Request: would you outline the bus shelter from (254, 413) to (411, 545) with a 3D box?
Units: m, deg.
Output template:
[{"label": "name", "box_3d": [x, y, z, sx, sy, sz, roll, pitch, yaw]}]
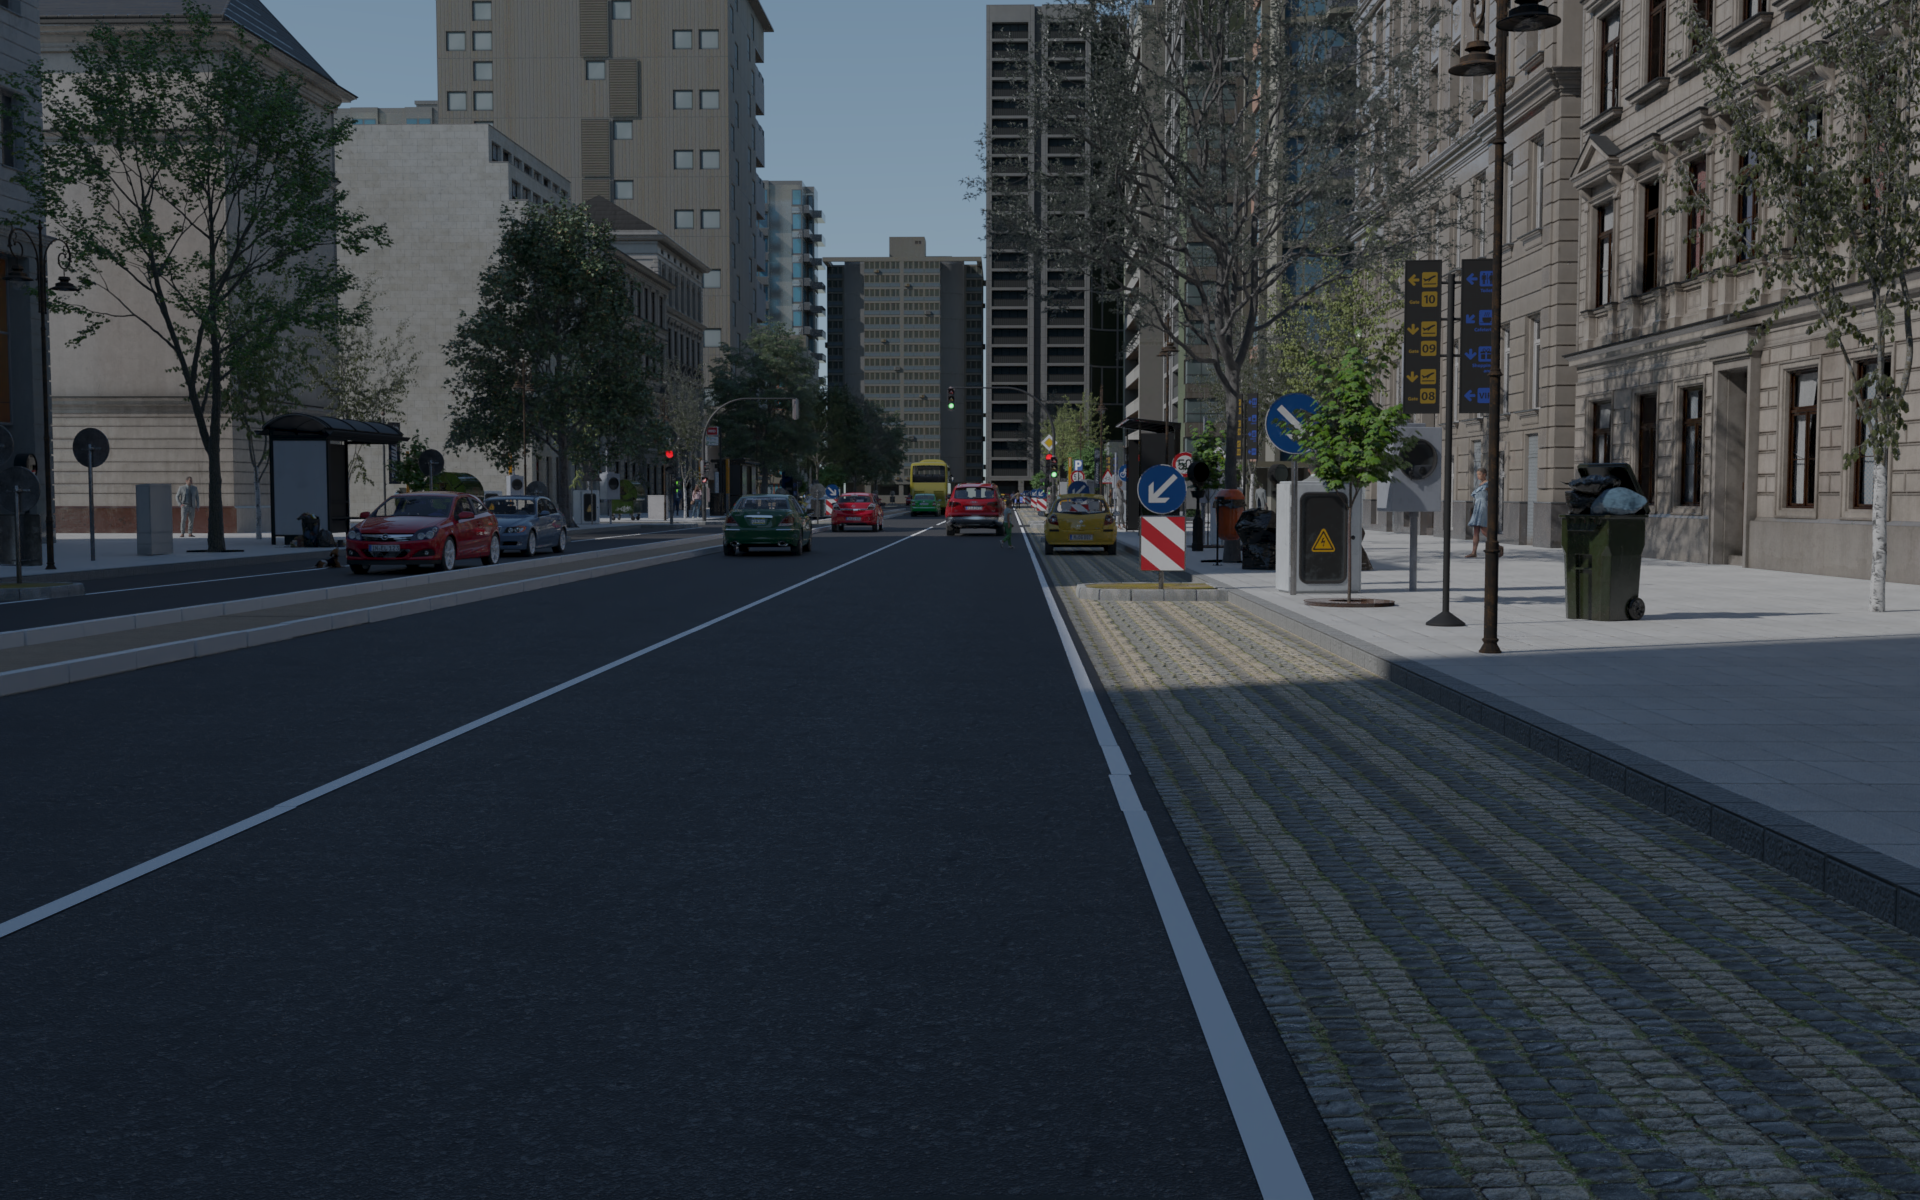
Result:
[{"label": "bus shelter", "box_3d": [-16.549, -3.190, 46.074, 2.014, 3.302, 5.546, 0, 4, 2]}]

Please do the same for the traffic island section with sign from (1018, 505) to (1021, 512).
[{"label": "traffic island section with sign", "box_3d": [5.692, -7.701, 134.541, 1.989, 1.847, 2.006, 0, 4, 2]}]

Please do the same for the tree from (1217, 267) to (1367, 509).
[{"label": "tree", "box_3d": [11.088, -6.407, 55.123, 4.360, 8.622, 3.978, 0, 3, 0]}]

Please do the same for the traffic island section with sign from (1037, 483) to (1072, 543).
[{"label": "traffic island section with sign", "box_3d": [3.381, -2.612, 51.331, 1.989, 1.847, 2.006, 0, 4, 2]}]

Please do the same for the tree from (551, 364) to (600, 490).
[{"label": "tree", "box_3d": [-19.898, -8.621, 91.319, 4.737, 8.622, 4.395, 0, 3, 0]}]

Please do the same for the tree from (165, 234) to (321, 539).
[{"label": "tree", "box_3d": [-19.882, -6.010, 48.623, 4.737, 8.622, 4.395, 0, 3, 0]}]

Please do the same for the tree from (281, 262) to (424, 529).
[{"label": "tree", "box_3d": [-19.669, -6.470, 56.146, 4.360, 8.622, 3.978, 0, 3, 0]}]

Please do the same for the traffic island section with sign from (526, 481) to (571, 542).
[{"label": "traffic island section with sign", "box_3d": [-12.645, -2.613, 51.356, 1.989, 1.847, 2.006, 0, 4, 2]}]

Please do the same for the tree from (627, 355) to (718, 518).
[{"label": "tree", "box_3d": [-14.576, -8.599, 90.949, 4.360, 8.622, 3.978, 0, 3, 0]}]

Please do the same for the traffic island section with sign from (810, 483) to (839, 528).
[{"label": "traffic island section with sign", "box_3d": [-5.942, -4.487, 81.498, 2.006, 1.907, 1.989, 0, 4, 2]}]

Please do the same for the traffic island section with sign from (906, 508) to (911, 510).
[{"label": "traffic island section with sign", "box_3d": [-3.859, -9.081, 156.608, 2.006, 1.907, 1.989, 0, 4, 2]}]

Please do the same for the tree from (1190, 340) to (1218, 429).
[{"label": "tree", "box_3d": [10.564, -6.889, 63.001, 4.360, 8.622, 3.978, 0, 3, 0]}]

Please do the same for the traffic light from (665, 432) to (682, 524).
[{"label": "traffic light", "box_3d": [-12.306, -5.197, 73.896, 0.839, 4.253, 0.868, 0, 4, 2]}]

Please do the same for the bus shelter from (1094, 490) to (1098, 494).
[{"label": "bus shelter", "box_3d": [9.540, -8.587, 131.688, 1.731, 3.624, 6.357, 0, 4, 2]}]

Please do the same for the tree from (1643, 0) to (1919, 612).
[{"label": "tree", "box_3d": [9.759, -4.176, 18.646, 4.360, 8.622, 3.978, 0, 3, 0]}]

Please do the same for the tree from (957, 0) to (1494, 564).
[{"label": "tree", "box_3d": [5.048, -7.450, 32.170, 12.009, 13.543, 11.850, 0, 3, 0]}]

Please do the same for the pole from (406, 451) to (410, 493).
[{"label": "pole", "box_3d": [-26.166, -5.399, 82.114, 0.158, 3.312, 0.155, 0, 3, 0]}]

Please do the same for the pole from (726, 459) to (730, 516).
[{"label": "pole", "box_3d": [-13.441, -6.510, 100.274, 0.158, 3.312, 0.155, 0, 3, 0]}]

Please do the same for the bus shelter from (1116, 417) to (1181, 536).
[{"label": "bus shelter", "box_3d": [6.070, -3.961, 56.042, 1.731, 3.624, 6.357, 0, 4, 2]}]

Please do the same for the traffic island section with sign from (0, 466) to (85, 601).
[{"label": "traffic island section with sign", "box_3d": [-13.412, -0.945, 24.085, 1.989, 1.847, 2.006, 0, 4, 2]}]

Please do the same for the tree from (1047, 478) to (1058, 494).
[{"label": "tree", "box_3d": [9.542, -11.062, 175.459, 1.663, 3.219, 1.824, 0, 3, 0]}]

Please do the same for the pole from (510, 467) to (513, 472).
[{"label": "pole", "box_3d": [-21.693, -5.495, 83.680, 0.158, 3.312, 0.155, 0, 3, 0]}]

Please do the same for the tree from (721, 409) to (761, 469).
[{"label": "tree", "box_3d": [-17.041, -11.364, 136.158, 4.737, 8.622, 4.395, 0, 3, 0]}]

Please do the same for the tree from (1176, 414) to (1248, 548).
[{"label": "tree", "box_3d": [5.834, -2.861, 41.380, 1.663, 3.219, 1.824, 0, 3, 0]}]

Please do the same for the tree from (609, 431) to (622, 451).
[{"label": "tree", "box_3d": [-18.762, -9.121, 99.498, 4.360, 8.622, 3.978, 0, 3, 0]}]

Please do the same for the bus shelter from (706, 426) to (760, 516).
[{"label": "bus shelter", "box_3d": [-13.882, -7.806, 105.263, 2.179, 5.291, 8.768, 0, 4, 2]}]

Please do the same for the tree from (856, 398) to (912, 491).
[{"label": "tree", "box_3d": [-11.050, -19.603, 227.171, 9.857, 13.997, 8.962, 0, 3, 0]}]

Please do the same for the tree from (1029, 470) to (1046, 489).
[{"label": "tree", "box_3d": [10.730, -15.000, 228.967, 4.285, 4.588, 4.351, 0, 3, 0]}]

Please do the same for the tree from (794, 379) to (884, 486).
[{"label": "tree", "box_3d": [-12.537, -15.679, 173.361, 9.611, 12.733, 9.660, 0, 3, 0]}]

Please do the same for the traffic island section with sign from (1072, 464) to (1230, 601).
[{"label": "traffic island section with sign", "box_3d": [2.621, -0.937, 23.953, 1.989, 1.847, 2.006, 0, 4, 2]}]

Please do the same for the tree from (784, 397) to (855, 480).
[{"label": "tree", "box_3d": [-13.089, -13.569, 156.260, 7.601, 10.594, 8.767, -1, 4, -22]}]

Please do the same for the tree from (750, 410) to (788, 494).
[{"label": "tree", "box_3d": [-15.686, -11.778, 142.931, 4.360, 8.622, 3.978, 0, 3, 0]}]

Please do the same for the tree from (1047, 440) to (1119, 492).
[{"label": "tree", "box_3d": [7.949, -7.431, 105.213, 4.285, 4.588, 4.351, 0, 3, 0]}]

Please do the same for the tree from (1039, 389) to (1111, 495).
[{"label": "tree", "box_3d": [8.523, -10.510, 122.202, 4.737, 8.622, 4.395, 0, 3, 0]}]

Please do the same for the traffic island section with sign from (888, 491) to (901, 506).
[{"label": "traffic island section with sign", "box_3d": [-8.188, -12.402, 211.397, 1.989, 1.847, 2.006, 0, 4, 2]}]

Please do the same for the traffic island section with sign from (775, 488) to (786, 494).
[{"label": "traffic island section with sign", "box_3d": [-11.090, -6.018, 107.029, 1.989, 1.847, 2.006, 0, 4, 2]}]

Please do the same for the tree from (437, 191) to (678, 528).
[{"label": "tree", "box_3d": [-15.247, -9.110, 65.951, 9.611, 12.733, 9.660, 0, 3, 0]}]

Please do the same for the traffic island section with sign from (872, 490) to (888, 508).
[{"label": "traffic island section with sign", "box_3d": [-8.949, -10.716, 183.841, 1.989, 1.847, 2.006, 0, 4, 2]}]

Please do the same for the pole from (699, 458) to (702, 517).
[{"label": "pole", "box_3d": [-14.518, -6.303, 96.896, 0.158, 3.312, 0.155, 0, 3, 0]}]

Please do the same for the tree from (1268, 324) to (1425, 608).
[{"label": "tree", "box_3d": [4.527, -1.542, 19.821, 1.663, 3.219, 1.824, 0, 3, 0]}]

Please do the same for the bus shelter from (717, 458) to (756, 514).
[{"label": "bus shelter", "box_3d": [-14.772, -7.577, 115.165, 1.731, 3.624, 6.357, 0, 4, 2]}]

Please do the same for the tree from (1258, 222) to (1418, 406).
[{"label": "tree", "box_3d": [9.916, -5.756, 44.467, 4.737, 8.622, 4.395, 0, 3, 0]}]

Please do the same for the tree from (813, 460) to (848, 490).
[{"label": "tree", "box_3d": [-12.409, -11.171, 166.351, 4.285, 4.588, 4.351, 0, 3, 0]}]

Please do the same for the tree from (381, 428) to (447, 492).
[{"label": "tree", "box_3d": [-15.783, -3.430, 50.680, 1.663, 3.219, 1.824, 0, 3, 0]}]

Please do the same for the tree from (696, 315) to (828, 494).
[{"label": "tree", "box_3d": [-14.151, -13.363, 125.147, 9.857, 13.997, 8.962, 0, 3, 0]}]

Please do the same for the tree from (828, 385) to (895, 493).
[{"label": "tree", "box_3d": [-11.853, -17.326, 193.645, 12.009, 13.543, 11.850, 0, 3, 0]}]

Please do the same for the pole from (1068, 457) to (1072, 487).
[{"label": "pole", "box_3d": [6.119, -6.261, 96.210, 0.158, 3.312, 0.155, 0, 3, 0]}]

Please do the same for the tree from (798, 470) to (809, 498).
[{"label": "tree", "box_3d": [-12.887, -8.796, 138.410, 1.663, 3.219, 1.824, 0, 3, 0]}]

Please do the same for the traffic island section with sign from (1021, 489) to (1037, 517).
[{"label": "traffic island section with sign", "box_3d": [4.936, -6.038, 107.353, 1.989, 1.847, 2.006, 0, 4, 2]}]
